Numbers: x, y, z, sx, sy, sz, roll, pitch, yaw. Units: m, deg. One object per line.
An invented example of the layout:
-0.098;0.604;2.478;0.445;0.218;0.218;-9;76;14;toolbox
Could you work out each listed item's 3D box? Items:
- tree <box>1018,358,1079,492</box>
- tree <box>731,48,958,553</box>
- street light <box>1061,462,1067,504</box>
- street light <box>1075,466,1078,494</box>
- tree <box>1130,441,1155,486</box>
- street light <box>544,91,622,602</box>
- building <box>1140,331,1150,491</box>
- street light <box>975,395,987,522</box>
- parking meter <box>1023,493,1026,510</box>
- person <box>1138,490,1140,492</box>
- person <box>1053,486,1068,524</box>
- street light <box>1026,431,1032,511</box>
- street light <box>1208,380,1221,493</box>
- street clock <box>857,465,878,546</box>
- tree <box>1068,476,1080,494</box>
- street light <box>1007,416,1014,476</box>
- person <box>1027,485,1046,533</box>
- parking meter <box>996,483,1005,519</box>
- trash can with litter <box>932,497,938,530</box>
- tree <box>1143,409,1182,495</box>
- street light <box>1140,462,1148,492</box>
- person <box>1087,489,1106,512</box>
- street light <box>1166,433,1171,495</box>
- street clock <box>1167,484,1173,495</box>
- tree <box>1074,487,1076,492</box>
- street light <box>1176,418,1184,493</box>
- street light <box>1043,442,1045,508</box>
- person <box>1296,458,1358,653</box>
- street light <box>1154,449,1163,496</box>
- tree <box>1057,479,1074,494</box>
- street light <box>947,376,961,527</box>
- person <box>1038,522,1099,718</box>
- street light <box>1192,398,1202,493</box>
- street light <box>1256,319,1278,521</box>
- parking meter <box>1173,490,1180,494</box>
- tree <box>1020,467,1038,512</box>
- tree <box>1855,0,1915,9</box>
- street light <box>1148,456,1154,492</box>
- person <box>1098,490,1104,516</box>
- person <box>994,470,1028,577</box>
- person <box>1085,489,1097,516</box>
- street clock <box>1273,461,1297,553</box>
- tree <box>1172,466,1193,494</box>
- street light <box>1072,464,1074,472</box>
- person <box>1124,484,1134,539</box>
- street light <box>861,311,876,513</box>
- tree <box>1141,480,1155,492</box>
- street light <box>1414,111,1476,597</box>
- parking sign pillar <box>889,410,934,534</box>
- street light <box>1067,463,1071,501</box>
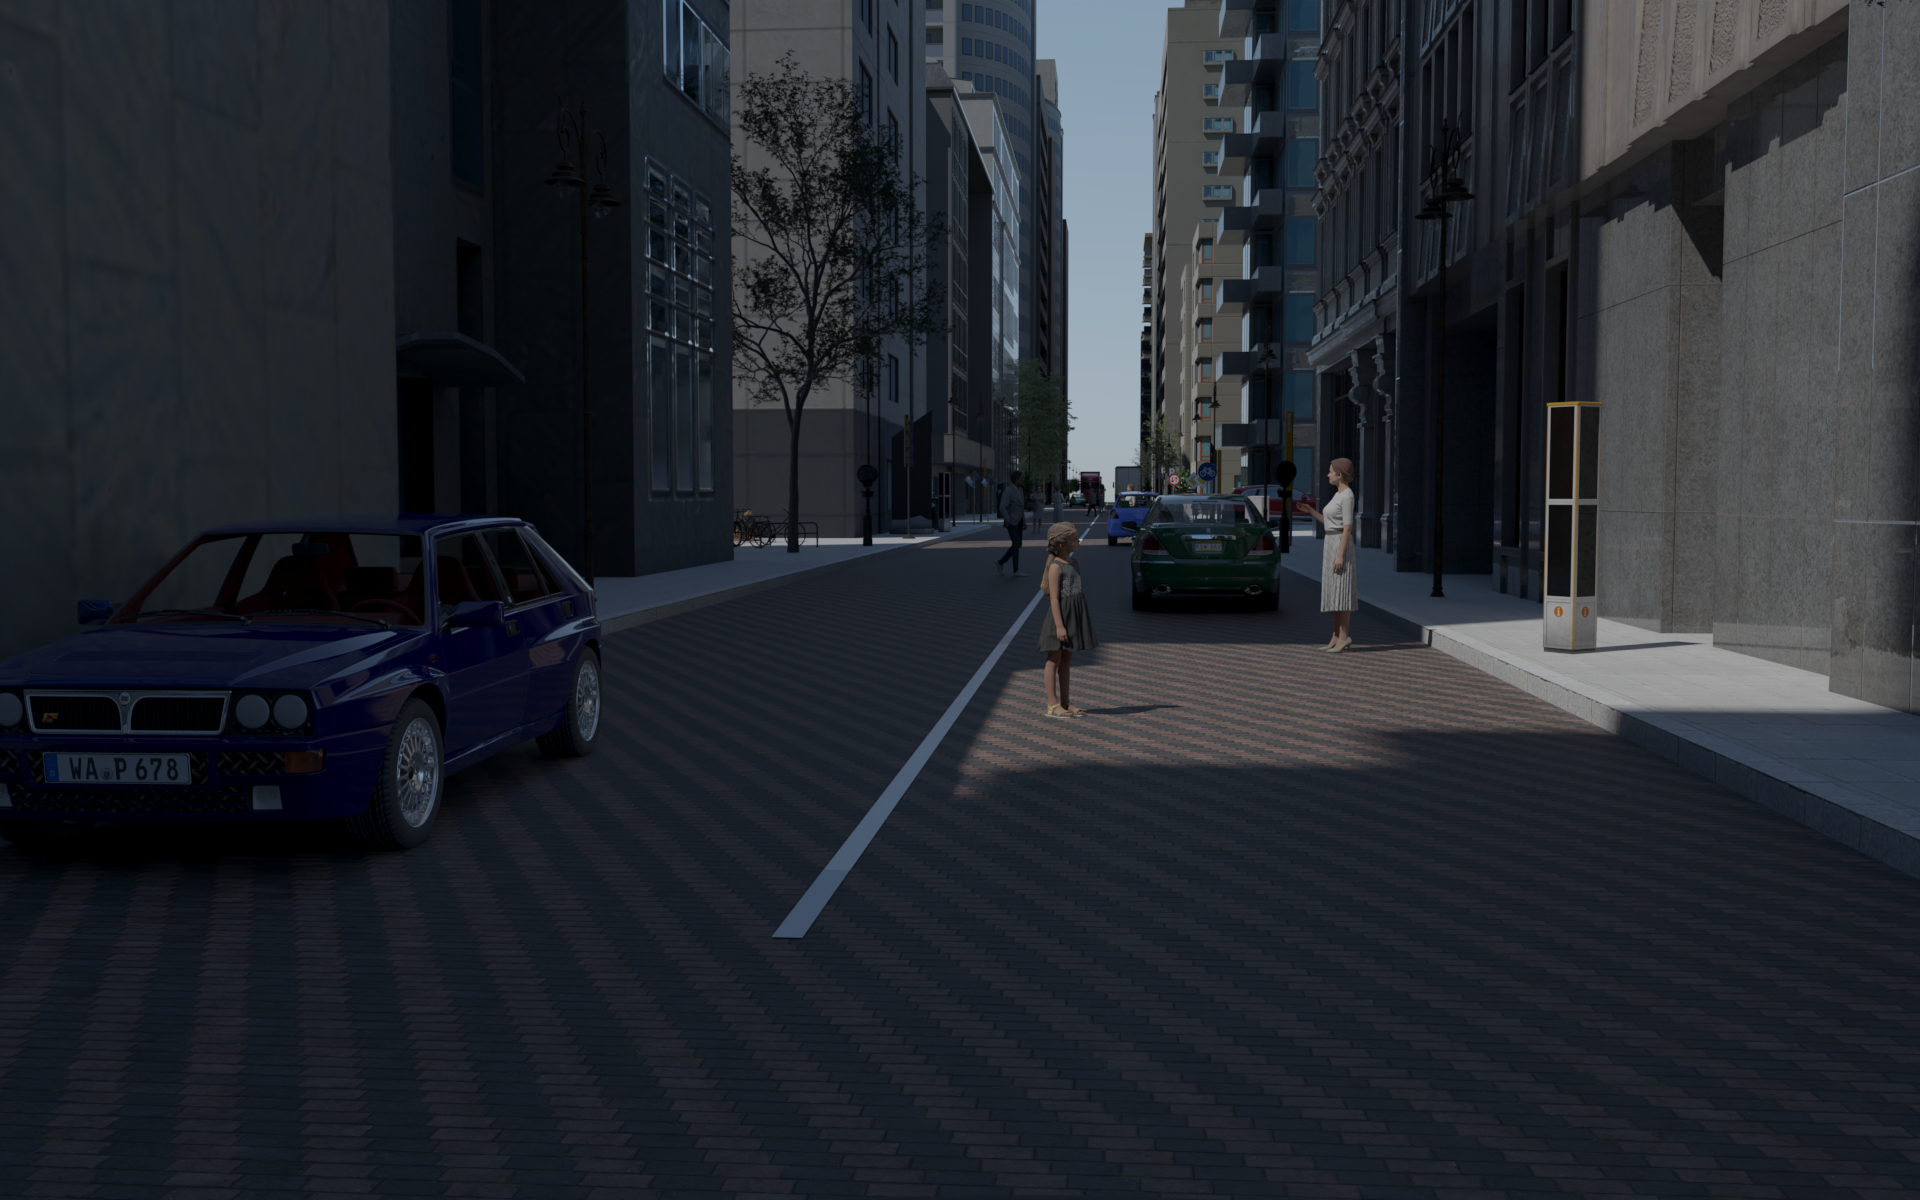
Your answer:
5.982;-13.854;144.639;7.486;12.596;7.792;0;3;0;tree
-3.784;-6.295;37.342;8.767;10.594;7.601;1;4;17;tree
11.998;-14.123;203.691;0.468;5.910;1.993;0;4;5;street light
17.177;-17.734;262.733;0.468;5.910;1.993;0;4;5;street light
25.482;-17.585;237.883;4.360;8.622;3.978;0;3;0;tree
-4.416;-2.916;20.463;0.468;5.910;1.993;0;4;5;street light
38.645;-32.555;303.978;14.160;30.474;14.107;0;4;5;building
0.967;-6.534;79.619;0.468;5.910;1.993;0;4;5;street light
5.074;-7.873;137.126;0.372;1.533;0.369;0;3;0;parking meter
15.554;-8.662;150.463;0.374;1.781;0.599;1;4;14;person
3.774;-3.445;65.401;0.480;1.755;0.524;2;4;30;person
5.105;-9.448;127.260;0.468;5.910;1.993;0;4;5;street light
10.307;-5.957;70.179;0.468;5.910;1.993;0;4;5;street light
-2.271;-2.324;42.567;0.471;2.002;0.358;1;4;21;street clock
20.201;-19.768;306.915;4.285;4.588;4.351;0;3;0;tree
2.998;-7.972;103.128;0.468;5.910;1.993;0;4;5;street light
2.796;-3.352;63.667;0.716;1.782;0.532;0;4;4;person
2.122;-5.200;90.738;0.399;1.863;0.255;2;4;28;parking meter
-1.013;-3.095;61.995;0.624;1.170;1.055;-2;4;-25;trash can with litter
17.492;-12.061;147.554;4.737;8.622;4.395;0;3;0;tree
24.450;-15.662;228.861;0.468;5.910;1.993;0;4;5;street light
10.666;-7.719;134.925;1.509;1.804;0.699;0;4;-8;person
15.573;-9.563;129.146;0.468;5.910;1.993;0;4;5;street light
15.094;-7.305;124.006;0.471;2.002;0.358;3;4;38;street clock
15.768;-15.603;249.705;1.663;3.219;1.824;0;3;0;tree
13.422;-8.126;105.647;0.468;5.910;1.993;0;4;5;street light
7.608;-11.199;155.888;0.468;5.910;1.993;0;4;5;street light
3.349;-0.406;15.716;0.524;1.755;0.480;0;4;-3;person
18.089;-11.288;157.353;0.468;5.910;1.993;0;4;5;street light
13.214;-14.049;224.293;1.663;3.219;1.824;0;3;0;tree
-0.239;-5.822;67.982;0.468;5.910;1.993;0;4;5;street light
0.705;0.122;11.177;0.373;1.253;0.362;3;5;40;person
11.219;-6.689;82.152;0.468;5.910;1.993;0;4;5;street light
8.112;-4.470;45.875;0.468;5.910;1.993;0;4;5;street light
12.842;-5.768;102.716;0.372;1.533;0.369;0;3;0;parking meter
4.741;-7.899;123.745;1.663;3.219;1.824;0;3;0;tree
5.202;-4.292;4.582;8.767;10.594;7.601;0;4;5;tree
20.215;-12.733;180.976;0.468;5.910;1.993;0;4;5;street light
9.349;-6.452;114.827;0.643;1.720;0.563;-2;4;-24;person
0.878;-1.337;30.210;0.795;1.843;0.661;2;4;34;person
8.453;-6.276;111.512;0.834;1.777;0.661;2;4;34;person
7.041;-2.020;37.597;0.471;2.002;0.358;-1;4;-11;street clock
13.959;-7.013;109.257;1.663;3.219;1.824;0;3;0;tree
15.117;-16.288;239.100;0.468;5.910;1.993;0;4;5;street light
5.311;-2.803;54.900;0.524;1.755;0.480;-2;4;-27;person
-2.333;-4.354;43.969;0.468;5.910;1.993;0;4;5;street light
22.810;-13.251;211.249;1.663;3.219;1.824;0;3;0;tree
5.967;-2.977;21.468;0.468;5.910;1.993;0;4;5;street light
-1.550;-4.106;55.600;1.447;3.967;1.447;0;4;-2;parking sign pillar
13.996;-15.571;227.369;0.468;5.910;1.993;0;4;5;street light
